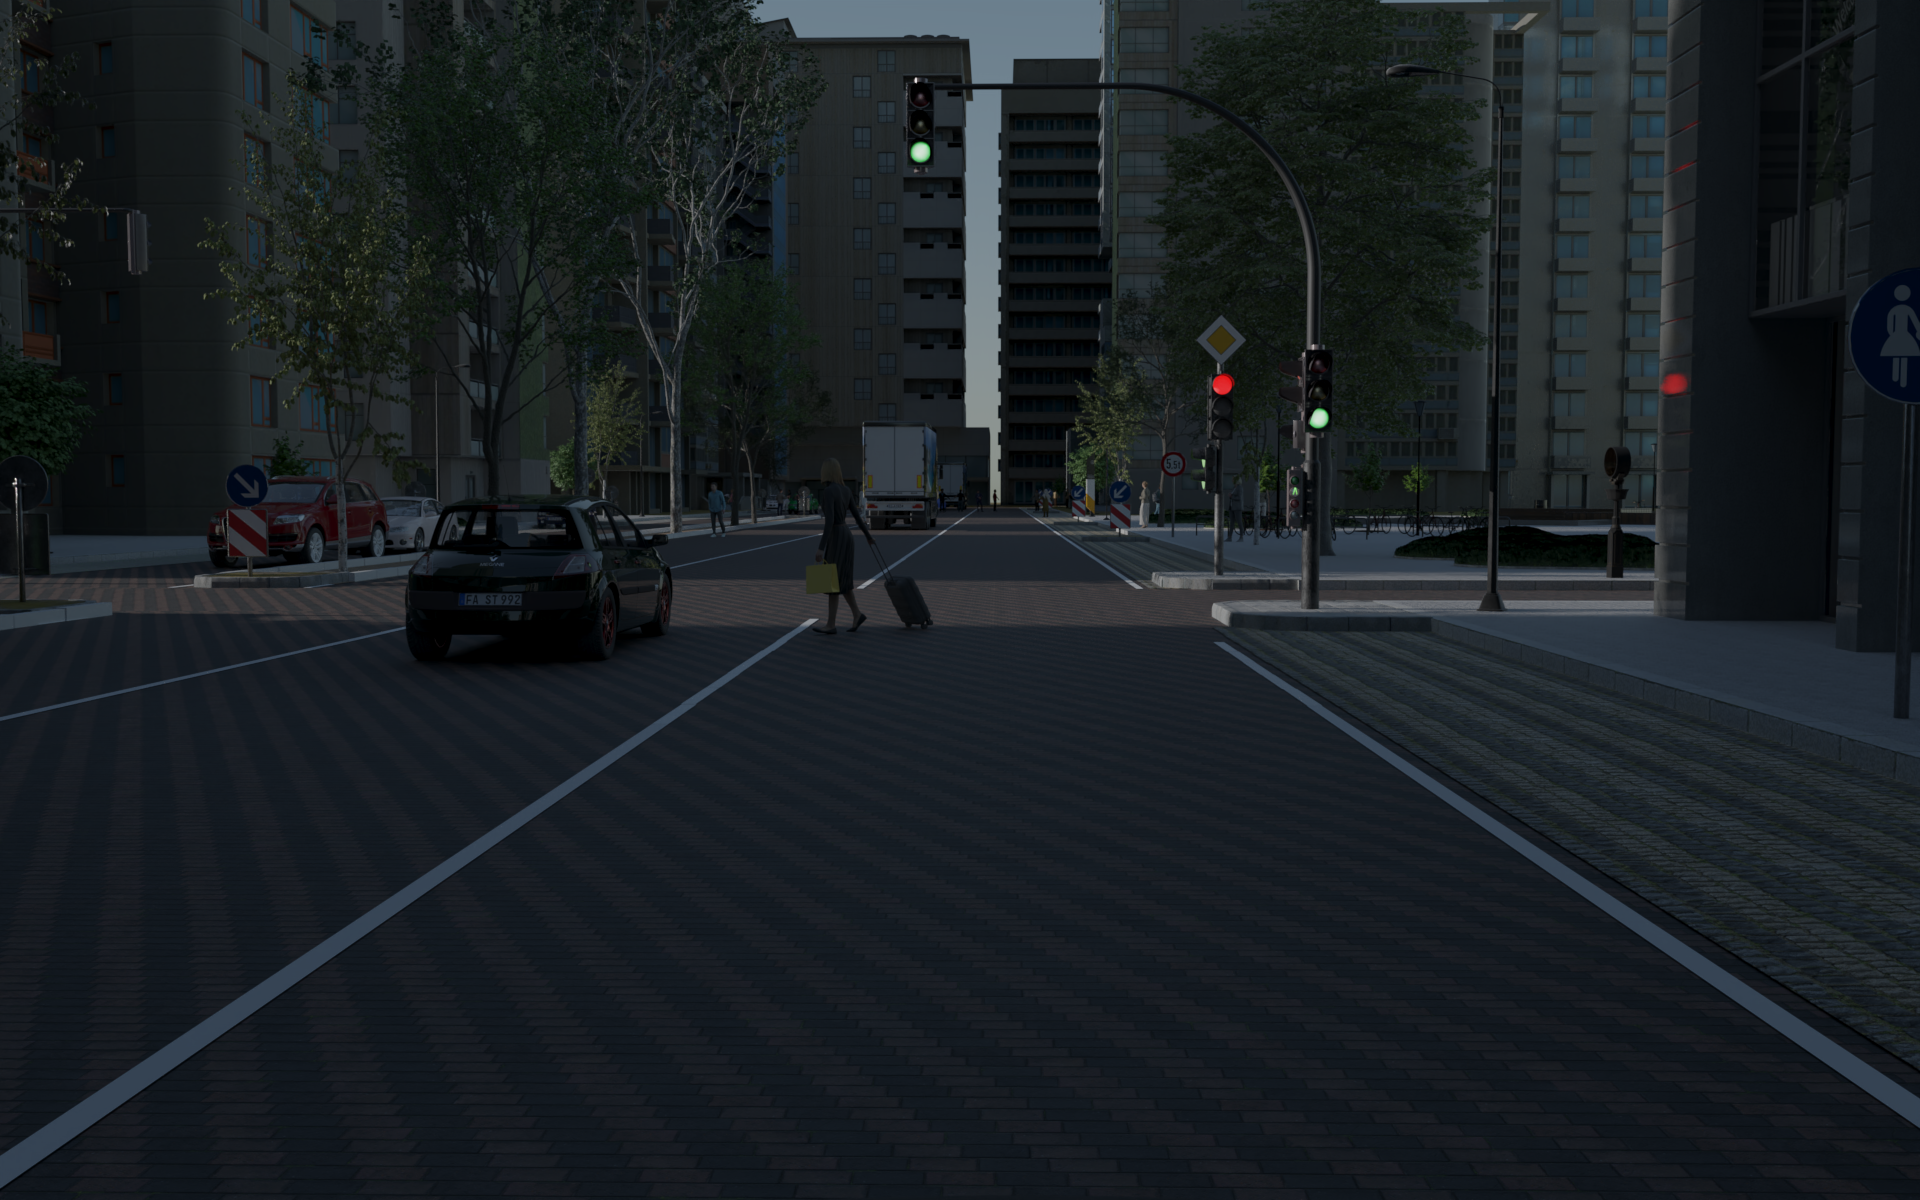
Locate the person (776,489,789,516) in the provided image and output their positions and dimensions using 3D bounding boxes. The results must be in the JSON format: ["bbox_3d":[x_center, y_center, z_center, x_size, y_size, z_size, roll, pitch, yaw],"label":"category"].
[{"bbox_3d":[-11.508,-6.317,112.319,0.750,1.759,0.617,-3,5,-43],"label":"person"}]

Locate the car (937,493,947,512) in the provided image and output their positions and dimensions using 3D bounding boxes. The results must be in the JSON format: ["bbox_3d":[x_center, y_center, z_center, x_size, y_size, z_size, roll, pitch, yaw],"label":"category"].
[{"bbox_3d":[-1.988,-7.942,139.444,1.945,1.707,3.694,0,4,0],"label":"car"}]

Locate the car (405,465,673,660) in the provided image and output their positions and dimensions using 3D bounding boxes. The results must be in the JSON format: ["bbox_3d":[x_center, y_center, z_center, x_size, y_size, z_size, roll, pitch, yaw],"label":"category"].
[{"bbox_3d":[-3.851,-0.401,16.347,2.009,1.686,4.222,0,4,1],"label":"car"}]

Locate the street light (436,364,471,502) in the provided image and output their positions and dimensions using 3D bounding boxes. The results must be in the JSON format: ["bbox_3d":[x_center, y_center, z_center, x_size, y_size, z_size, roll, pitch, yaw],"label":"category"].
[{"bbox_3d":[-18.199,-5.480,62.145,1.470,5.913,1.316,0,4,1],"label":"street light"}]

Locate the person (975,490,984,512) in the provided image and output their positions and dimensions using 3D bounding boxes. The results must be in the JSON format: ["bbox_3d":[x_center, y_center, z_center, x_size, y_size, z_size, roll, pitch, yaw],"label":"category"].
[{"bbox_3d":[1.573,-7.933,138.648,0.683,1.767,0.568,-1,4,-10],"label":"person"}]

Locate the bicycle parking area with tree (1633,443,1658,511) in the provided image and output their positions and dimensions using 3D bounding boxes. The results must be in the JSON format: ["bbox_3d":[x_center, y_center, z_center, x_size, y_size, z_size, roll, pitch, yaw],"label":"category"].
[{"bbox_3d":[41.749,-6.746,97.300,8.231,4.147,9.016,2,4,33],"label":"bicycle parking area with tree"}]

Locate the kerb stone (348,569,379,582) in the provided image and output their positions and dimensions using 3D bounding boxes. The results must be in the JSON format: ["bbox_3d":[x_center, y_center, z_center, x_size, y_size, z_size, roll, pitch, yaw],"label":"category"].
[{"bbox_3d":[-9.917,-0.400,28.736,0.120,0.150,1.000,0,4,1],"label":"kerb stone"}]

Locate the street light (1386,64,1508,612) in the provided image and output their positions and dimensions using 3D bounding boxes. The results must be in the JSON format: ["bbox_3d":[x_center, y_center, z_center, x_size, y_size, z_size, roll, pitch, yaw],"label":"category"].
[{"bbox_3d":[5.313,-2.835,18.897,1.470,5.913,1.316,0,4,1],"label":"street light"}]

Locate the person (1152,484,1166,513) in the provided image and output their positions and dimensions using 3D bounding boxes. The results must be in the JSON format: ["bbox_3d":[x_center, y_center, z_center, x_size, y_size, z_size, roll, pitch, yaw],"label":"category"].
[{"bbox_3d":[9.475,-4.642,82.284,0.721,1.781,0.623,-1,4,-9],"label":"person"}]

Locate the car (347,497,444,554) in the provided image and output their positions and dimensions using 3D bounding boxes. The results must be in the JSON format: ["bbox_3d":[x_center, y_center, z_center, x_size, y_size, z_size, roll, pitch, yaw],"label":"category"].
[{"bbox_3d":[-13.838,-1.867,42.890,2.083,1.381,4.827,0,3,0],"label":"car"}]

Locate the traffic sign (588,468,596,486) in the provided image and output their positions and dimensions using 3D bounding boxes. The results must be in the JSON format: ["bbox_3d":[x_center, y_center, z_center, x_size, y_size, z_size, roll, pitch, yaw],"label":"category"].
[{"bbox_3d":[-17.938,-5.098,83.459,0.768,2.556,0.104,0,4,5],"label":"traffic sign"}]

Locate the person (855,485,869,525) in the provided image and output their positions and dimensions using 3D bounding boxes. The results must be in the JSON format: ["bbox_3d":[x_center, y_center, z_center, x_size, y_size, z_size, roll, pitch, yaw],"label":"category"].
[{"bbox_3d":[-4.565,-4.399,80.301,0.818,1.842,0.514,-2,4,-31],"label":"person"}]

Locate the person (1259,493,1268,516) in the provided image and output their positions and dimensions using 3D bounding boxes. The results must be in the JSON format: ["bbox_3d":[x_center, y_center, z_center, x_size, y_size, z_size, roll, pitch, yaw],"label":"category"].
[{"bbox_3d":[11.860,-3.770,68.239,0.519,1.759,0.362,0,4,0],"label":"person"}]

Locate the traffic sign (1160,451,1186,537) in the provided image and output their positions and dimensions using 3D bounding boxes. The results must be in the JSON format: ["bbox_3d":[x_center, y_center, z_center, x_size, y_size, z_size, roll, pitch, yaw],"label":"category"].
[{"bbox_3d":[6.333,-3.140,51.438,0.768,2.556,0.104,1,4,10],"label":"traffic sign"}]

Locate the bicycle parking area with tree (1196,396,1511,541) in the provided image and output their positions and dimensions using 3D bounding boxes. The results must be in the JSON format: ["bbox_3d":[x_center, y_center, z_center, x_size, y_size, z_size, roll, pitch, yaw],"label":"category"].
[{"bbox_3d":[11.783,-3.976,52.008,8.231,4.147,9.016,-1,4,-11],"label":"bicycle parking area with tree"}]

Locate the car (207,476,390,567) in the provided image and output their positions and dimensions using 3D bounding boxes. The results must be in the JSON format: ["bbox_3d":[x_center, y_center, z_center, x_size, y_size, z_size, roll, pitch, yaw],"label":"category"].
[{"bbox_3d":[-13.489,-1.642,35.526,2.281,1.827,5.304,0,4,3],"label":"car"}]

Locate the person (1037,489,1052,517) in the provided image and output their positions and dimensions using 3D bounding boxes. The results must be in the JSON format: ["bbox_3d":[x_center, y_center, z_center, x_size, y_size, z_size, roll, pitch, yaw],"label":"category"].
[{"bbox_3d":[5.209,-5.943,106.393,1.217,1.736,0.721,-3,4,-38],"label":"person"}]

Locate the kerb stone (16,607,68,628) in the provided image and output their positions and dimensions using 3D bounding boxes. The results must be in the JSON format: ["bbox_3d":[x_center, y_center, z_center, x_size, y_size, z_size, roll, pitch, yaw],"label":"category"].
[{"bbox_3d":[-10.143,0.206,18.989,0.120,0.150,1.000,0,4,1],"label":"kerb stone"}]

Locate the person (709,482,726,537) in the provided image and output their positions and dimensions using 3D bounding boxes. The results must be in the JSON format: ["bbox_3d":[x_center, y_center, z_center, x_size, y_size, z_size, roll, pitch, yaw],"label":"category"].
[{"bbox_3d":[-8.085,-3.014,57.796,0.660,1.820,0.620,1,4,17],"label":"person"}]

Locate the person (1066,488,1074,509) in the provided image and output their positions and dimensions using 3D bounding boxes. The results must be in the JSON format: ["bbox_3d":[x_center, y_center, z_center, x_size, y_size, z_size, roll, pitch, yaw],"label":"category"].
[{"bbox_3d":[9.570,-8.715,148.546,0.705,1.822,1.348,3,5,41],"label":"person"}]

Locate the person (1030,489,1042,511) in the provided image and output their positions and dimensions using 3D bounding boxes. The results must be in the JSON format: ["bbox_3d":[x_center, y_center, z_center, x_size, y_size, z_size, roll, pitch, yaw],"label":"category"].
[{"bbox_3d":[6.287,-8.153,141.805,0.705,1.823,1.348,-3,5,-43],"label":"person"}]

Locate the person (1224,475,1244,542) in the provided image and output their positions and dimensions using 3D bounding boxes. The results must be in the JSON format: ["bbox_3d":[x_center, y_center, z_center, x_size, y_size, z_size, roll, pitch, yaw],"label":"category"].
[{"bbox_3d":[7.375,-2.463,46.492,0.526,1.800,0.537,-1,4,-11],"label":"person"}]

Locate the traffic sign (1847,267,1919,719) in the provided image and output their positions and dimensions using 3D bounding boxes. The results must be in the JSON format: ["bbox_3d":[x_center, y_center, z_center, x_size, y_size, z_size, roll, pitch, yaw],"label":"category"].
[{"bbox_3d":[5.393,-0.596,9.844,0.768,2.556,0.104,0,4,4],"label":"traffic sign"}]

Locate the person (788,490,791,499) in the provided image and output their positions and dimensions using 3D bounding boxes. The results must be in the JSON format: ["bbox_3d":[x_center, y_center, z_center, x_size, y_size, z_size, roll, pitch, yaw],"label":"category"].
[{"bbox_3d":[-14.516,-8.464,146.903,0.705,1.822,1.348,-1,4,-10],"label":"person"}]

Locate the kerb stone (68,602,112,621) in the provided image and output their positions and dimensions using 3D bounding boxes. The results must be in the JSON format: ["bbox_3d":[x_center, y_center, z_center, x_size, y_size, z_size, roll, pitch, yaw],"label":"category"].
[{"bbox_3d":[-10.112,0.133,20.013,0.120,0.150,1.000,0,4,1],"label":"kerb stone"}]

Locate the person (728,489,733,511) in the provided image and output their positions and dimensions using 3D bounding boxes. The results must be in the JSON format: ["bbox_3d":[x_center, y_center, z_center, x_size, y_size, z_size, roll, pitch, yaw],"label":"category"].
[{"bbox_3d":[-14.177,-6.004,107.382,0.721,1.743,1.217,1,4,9],"label":"person"}]

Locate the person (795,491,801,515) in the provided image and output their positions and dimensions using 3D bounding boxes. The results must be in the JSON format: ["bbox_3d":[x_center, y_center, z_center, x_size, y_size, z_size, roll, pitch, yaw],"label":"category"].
[{"bbox_3d":[-10.922,-6.507,116.358,0.415,1.643,0.593,-3,5,-42],"label":"person"}]

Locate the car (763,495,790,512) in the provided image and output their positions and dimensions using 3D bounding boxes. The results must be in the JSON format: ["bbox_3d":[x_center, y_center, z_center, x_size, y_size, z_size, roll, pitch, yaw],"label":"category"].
[{"bbox_3d":[-14.865,-7.824,140.281,2.083,1.381,4.827,0,4,1],"label":"car"}]

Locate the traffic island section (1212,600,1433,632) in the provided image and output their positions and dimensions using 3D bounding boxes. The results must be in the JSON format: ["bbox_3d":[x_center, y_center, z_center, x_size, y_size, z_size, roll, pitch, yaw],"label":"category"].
[{"bbox_3d":[3.929,0.177,19.391,2.009,0.180,2.903,0,4,1],"label":"traffic island section"}]

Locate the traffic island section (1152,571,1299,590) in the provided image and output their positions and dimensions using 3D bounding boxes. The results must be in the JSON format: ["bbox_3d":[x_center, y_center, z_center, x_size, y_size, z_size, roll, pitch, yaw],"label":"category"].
[{"bbox_3d":[4.110,-0.312,27.375,2.009,0.180,2.903,0,4,1],"label":"traffic island section"}]

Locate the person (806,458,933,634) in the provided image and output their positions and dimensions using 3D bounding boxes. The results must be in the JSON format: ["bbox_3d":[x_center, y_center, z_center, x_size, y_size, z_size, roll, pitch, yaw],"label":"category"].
[{"bbox_3d":[-0.954,-0.567,17.992,1.509,1.804,0.699,-2,4,-31],"label":"person"}]

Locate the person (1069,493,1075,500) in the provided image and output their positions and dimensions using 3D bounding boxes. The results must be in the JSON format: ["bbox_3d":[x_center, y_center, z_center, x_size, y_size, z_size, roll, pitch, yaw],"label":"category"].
[{"bbox_3d":[10.009,-8.922,155.150,0.421,1.427,0.697,2,4,34],"label":"person"}]

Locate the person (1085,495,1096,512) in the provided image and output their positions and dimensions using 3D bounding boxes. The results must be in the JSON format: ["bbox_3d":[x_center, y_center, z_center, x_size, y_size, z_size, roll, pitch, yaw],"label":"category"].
[{"bbox_3d":[9.006,-6.991,121.069,1.217,1.743,0.721,-2,4,-29],"label":"person"}]

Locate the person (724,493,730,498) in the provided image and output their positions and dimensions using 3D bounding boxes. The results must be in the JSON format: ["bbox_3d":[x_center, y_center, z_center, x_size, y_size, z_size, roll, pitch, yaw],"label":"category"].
[{"bbox_3d":[-21.796,-9.338,161.904,0.628,1.438,0.799,0,4,8],"label":"person"}]

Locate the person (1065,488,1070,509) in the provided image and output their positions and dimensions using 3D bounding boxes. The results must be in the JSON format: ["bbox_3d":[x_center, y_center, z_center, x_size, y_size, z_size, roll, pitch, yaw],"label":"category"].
[{"bbox_3d":[9.571,-9.034,153.847,0.705,1.812,1.348,1,4,23],"label":"person"}]

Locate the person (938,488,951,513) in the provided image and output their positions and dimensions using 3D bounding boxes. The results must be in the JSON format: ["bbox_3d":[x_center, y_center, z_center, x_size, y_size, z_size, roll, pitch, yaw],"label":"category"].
[{"bbox_3d":[-1.365,-7.640,133.051,1.348,1.869,0.705,-1,4,-11],"label":"person"}]

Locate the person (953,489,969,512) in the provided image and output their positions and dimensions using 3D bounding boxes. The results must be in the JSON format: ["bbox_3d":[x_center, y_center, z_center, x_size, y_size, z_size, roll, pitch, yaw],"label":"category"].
[{"bbox_3d":[0.060,-7.973,138.870,1.348,1.822,0.705,1,4,16],"label":"person"}]

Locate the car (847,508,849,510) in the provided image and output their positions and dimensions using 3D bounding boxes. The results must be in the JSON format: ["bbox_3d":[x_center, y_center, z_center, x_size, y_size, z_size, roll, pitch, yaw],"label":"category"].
[{"bbox_3d":[-11.032,-9.045,156.677,1.959,1.807,4.718,0,4,1],"label":"car"}]

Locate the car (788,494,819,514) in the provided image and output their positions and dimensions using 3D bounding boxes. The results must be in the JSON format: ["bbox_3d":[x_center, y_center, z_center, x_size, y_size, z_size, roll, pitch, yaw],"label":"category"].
[{"bbox_3d":[-11.218,-7.052,124.093,1.959,1.807,4.718,0,4,3],"label":"car"}]

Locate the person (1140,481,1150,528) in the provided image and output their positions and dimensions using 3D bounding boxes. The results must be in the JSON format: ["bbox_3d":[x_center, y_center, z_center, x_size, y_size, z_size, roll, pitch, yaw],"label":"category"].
[{"bbox_3d":[6.910,-3.569,64.953,0.362,1.759,0.519,2,4,30],"label":"person"}]

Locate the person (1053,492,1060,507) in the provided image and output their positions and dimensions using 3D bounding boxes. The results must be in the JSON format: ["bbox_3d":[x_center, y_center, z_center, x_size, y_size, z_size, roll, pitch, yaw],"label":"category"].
[{"bbox_3d":[9.875,-10.532,178.342,0.705,1.812,1.348,-2,4,-28],"label":"person"}]

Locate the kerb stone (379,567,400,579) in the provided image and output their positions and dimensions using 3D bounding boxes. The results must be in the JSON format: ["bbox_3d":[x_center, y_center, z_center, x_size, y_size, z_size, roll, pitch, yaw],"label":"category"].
[{"bbox_3d":[-9.897,-0.463,29.758,0.120,0.150,1.000,0,4,1],"label":"kerb stone"}]

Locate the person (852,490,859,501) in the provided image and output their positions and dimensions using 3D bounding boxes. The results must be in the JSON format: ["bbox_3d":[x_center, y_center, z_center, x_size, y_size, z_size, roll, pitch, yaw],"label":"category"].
[{"bbox_3d":[-9.942,-9.303,160.739,1.348,1.807,0.705,-2,4,-27],"label":"person"}]

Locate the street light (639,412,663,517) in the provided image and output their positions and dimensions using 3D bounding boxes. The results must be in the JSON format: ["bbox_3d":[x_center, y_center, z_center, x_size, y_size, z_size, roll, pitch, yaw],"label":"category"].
[{"bbox_3d":[-17.416,-7.649,97.601,1.470,5.913,1.316,0,4,1],"label":"street light"}]

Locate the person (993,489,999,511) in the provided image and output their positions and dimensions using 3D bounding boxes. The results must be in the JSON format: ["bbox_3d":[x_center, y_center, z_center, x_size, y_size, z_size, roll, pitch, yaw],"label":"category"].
[{"bbox_3d":[2.920,-8.207,142.620,0.705,1.831,1.348,1,4,21],"label":"person"}]
